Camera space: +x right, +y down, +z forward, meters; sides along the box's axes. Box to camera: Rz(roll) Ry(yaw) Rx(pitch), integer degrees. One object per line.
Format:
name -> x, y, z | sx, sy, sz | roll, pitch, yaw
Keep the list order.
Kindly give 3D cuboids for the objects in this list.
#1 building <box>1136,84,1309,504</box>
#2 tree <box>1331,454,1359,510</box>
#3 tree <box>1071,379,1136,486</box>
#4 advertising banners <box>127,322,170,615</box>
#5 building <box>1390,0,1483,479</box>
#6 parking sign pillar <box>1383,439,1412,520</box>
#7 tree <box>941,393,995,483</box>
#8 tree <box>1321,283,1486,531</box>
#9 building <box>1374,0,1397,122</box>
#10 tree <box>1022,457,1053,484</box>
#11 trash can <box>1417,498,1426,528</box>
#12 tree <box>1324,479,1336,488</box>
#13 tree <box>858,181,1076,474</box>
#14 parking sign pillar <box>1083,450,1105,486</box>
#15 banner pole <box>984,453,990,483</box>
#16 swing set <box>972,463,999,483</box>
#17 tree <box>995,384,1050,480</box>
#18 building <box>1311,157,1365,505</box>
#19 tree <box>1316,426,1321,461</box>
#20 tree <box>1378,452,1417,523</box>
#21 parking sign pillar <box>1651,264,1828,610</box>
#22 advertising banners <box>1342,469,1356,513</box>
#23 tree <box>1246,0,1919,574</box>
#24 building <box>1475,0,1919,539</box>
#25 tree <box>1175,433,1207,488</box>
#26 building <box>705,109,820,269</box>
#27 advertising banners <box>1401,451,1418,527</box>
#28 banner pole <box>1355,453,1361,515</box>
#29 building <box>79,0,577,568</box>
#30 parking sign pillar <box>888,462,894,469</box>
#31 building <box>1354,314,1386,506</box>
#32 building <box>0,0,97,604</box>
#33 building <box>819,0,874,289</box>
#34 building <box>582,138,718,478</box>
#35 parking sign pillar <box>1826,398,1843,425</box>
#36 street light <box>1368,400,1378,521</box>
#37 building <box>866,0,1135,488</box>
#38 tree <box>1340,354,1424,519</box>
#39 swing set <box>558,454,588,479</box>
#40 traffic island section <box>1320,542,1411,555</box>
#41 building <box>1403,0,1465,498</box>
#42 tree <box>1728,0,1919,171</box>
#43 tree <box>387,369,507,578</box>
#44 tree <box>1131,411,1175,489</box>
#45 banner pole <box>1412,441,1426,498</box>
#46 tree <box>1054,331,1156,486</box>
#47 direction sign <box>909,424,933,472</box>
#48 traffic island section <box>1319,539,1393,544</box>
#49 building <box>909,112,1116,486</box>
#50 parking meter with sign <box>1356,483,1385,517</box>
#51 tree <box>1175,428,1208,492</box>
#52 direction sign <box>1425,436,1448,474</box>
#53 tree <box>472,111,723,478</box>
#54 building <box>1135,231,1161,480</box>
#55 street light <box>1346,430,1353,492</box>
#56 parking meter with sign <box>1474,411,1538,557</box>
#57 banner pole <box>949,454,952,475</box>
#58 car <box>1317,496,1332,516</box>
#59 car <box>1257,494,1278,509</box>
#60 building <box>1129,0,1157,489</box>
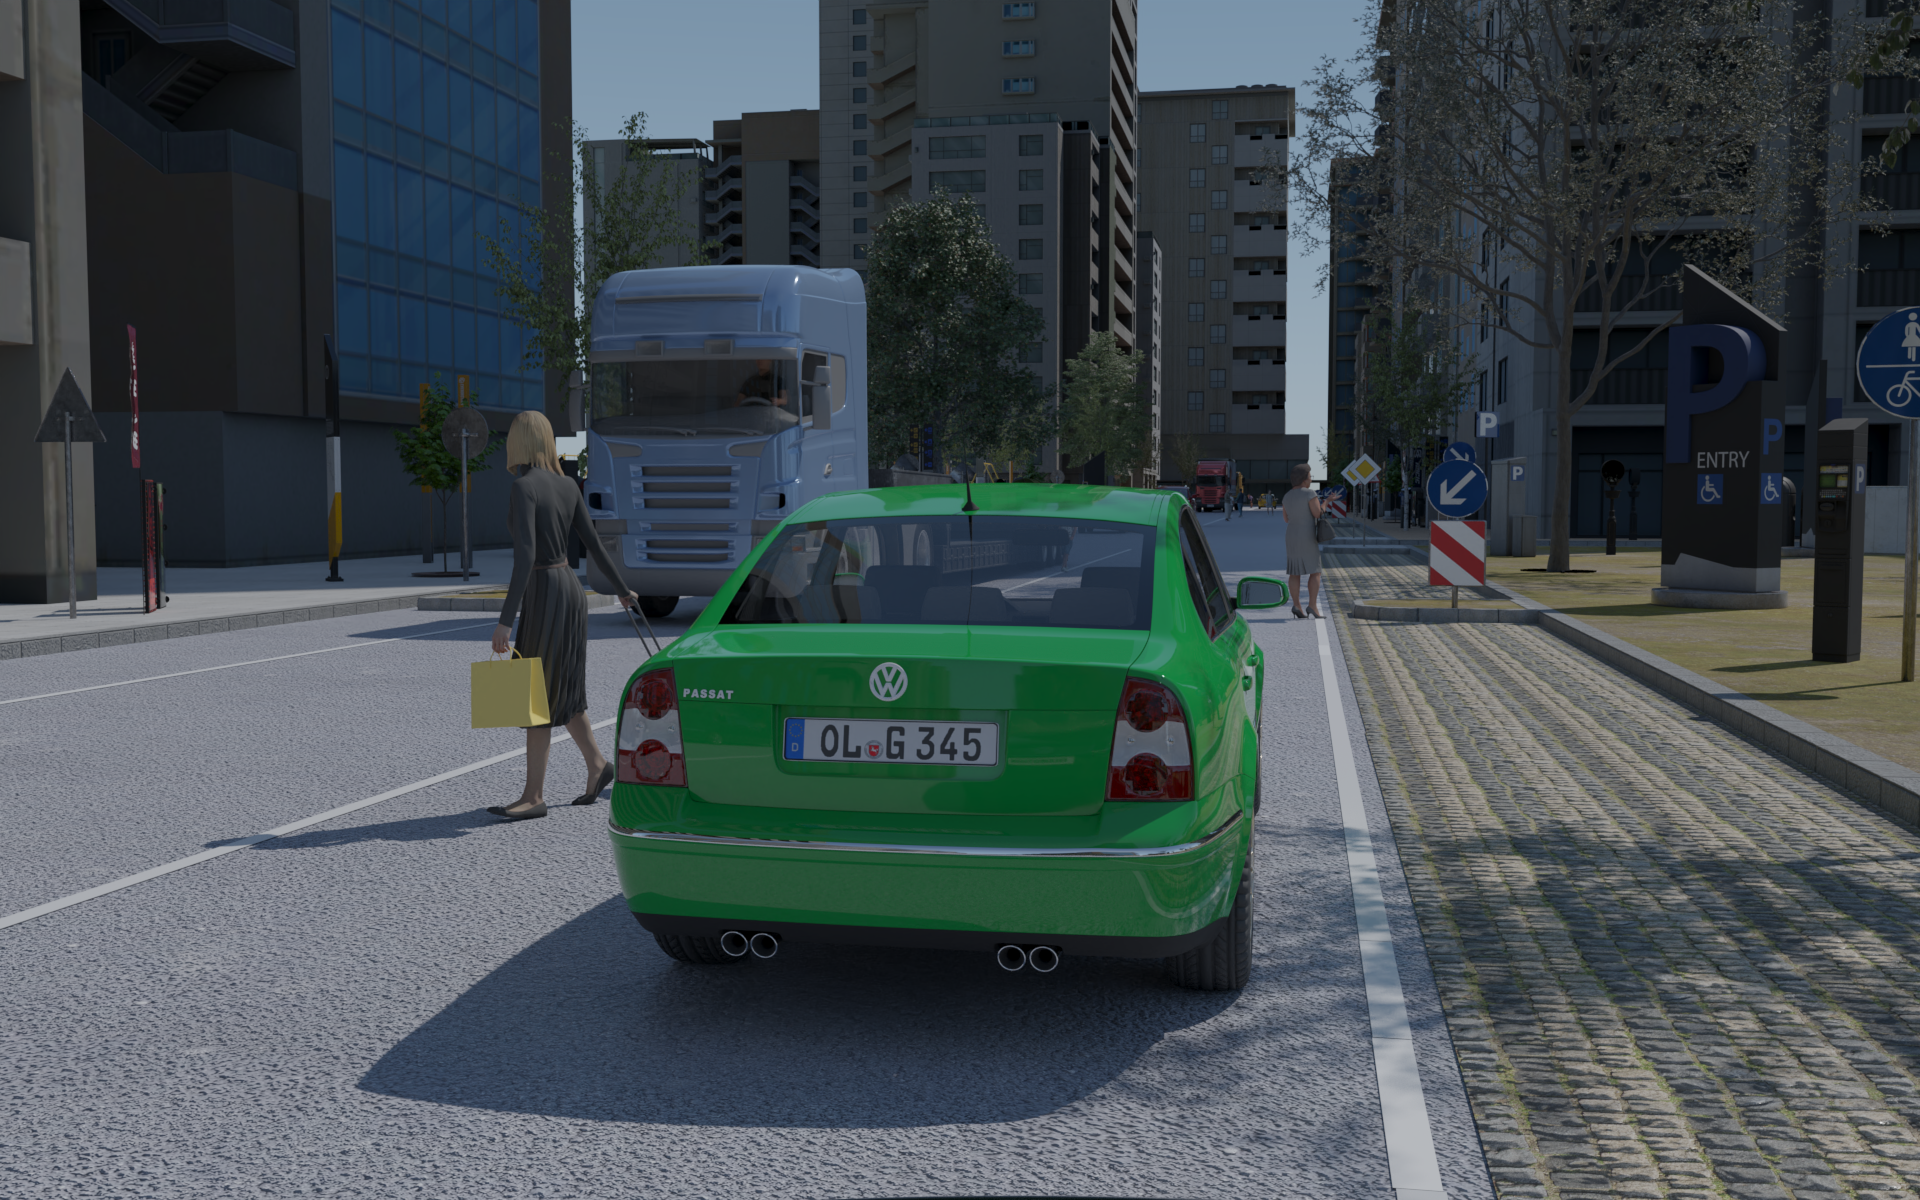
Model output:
building -> 31.476, -38.872, 224.800 | 27.495, 52.752, 28.713 | 1, 4, 11
tree -> 31.743, -9.572, 140.218 | 4.285, 4.588, 4.351 | 0, 3, 0
tree -> 9.221, -9.852, 111.435 | 4.737, 8.622, 4.395 | 0, 3, 0
advertising banners -> -8.785, -1.378, 18.724 | 0.090, 3.025, 2.074 | -1, 4, -17
building -> 39.779, -29.293, 129.053 | 14.600, 45.320, 14.200 | 1, 4, 11
parking sign pillar -> 21.495, -5.899, 84.924 | 1.447, 3.967, 1.447 | -2, 4, -27
tree -> -0.702, -9.140, 99.808 | 4.737, 8.622, 4.395 | 0, 3, 0
tree -> 15.717, -6.717, 60.185 | 4.737, 8.622, 4.395 | 0, 3, 0
building -> 47.091, -30.275, 149.624 | 22.147, 44.769, 28.867 | 1, 4, 11
tree -> 3.386, -5.410, 83.049 | 1.663, 3.219, 1.824 | 0, 3, 0
trash can -> 17.750, -3.320, 65.933 | 0.748, 1.137, 0.748 | 0, 3, 0
tree -> 39.168, -11.402, 181.016 | 1.663, 3.219, 1.824 | 0, 3, 0
tree -> -0.816, -8.994, 64.053 | 9.611, 12.733, 9.660 | 0, 3, 0
parking sign pillar -> 8.222, -7.219, 106.503 | 1.447, 3.967, 1.447 | 0, 4, -5
banner pole -> 1.558, -7.092, 105.966 | 0.863, 3.779, 0.401 | -2, 4, -30
swing set -> 1.354, -5.516, 87.808 | 2.862, 2.851, 3.119 | 0, 4, 8
tree -> 4.047, -10.000, 113.864 | 4.737, 8.622, 4.395 | 0, 3, 0
building -> 58.799, -34.346, 216.179 | 28.867, 44.769, 22.147 | 1, 4, 11
tree -> 37.612, -13.613, 172.941 | 4.737, 8.622, 4.395 | 0, 3, 0
tree -> 19.155, -5.012, 76.543 | 1.663, 3.219, 1.824 | 0, 3, 0
parking sign pillar -> 8.723, -1.916, 19.800 | 1.447, 3.967, 1.447 | -2, 4, -28
advertising banners -> 26.897, -7.563, 119.849 | 0.090, 3.025, 2.074 | 3, 4, 38
tree -> 9.987, -7.198, 28.055 | 12.009, 13.543, 11.850 | 0, 3, 0
building -> 28.614, -37.738, 55.265 | 20.611, 71.187, 20.563 | 1, 4, 11
tree -> 27.004, -15.444, 202.870 | 4.737, 8.622, 4.395 | 0, 3, 0
building -> -20.086, -33.575, 199.063 | 14.200, 45.320, 14.600 | 1, 4, 11
advertising banners -> 17.913, -4.458, 69.081 | 0.090, 3.025, 2.074 | 0, 4, -2
banner pole -> 24.532, -7.117, 106.383 | 0.401, 3.779, 0.863 | -1, 4, -16
building -> -17.874, -23.645, 36.708 | 14.200, 45.320, 14.600 | 1, 4, 11
parking sign pillar -> -4.181, -7.233, 106.726 | 1.447, 3.967, 1.447 | -1, 4, -17
building -> 55.184, -20.373, 178.132 | 27.650, 21.520, 28.899 | 1, 4, 11
building -> -22.904, -23.702, 11.233 | 21.300, 48.544, 21.600 | 1, 4, 11
building -> -2.858, -46.057, 191.279 | 20.611, 71.187, 20.563 | 1, 4, 11
building -> -34.584, -31.697, 201.841 | 14.086, 41.232, 14.154 | 1, 4, 11
parking sign pillar -> 17.600, -2.869, 35.387 | 1.447, 3.967, 1.447 | 1, 4, 16
street light -> 19.984, -6.787, 83.752 | 0.468, 5.910, 1.993 | 1, 4, 11
building -> 3.688, -32.361, 152.803 | 21.300, 48.544, 21.600 | 1, 4, 11
tree -> 22.148, -8.581, 90.656 | 4.360, 8.622, 3.978 | 0, 3, 0
swing set -> -15.283, -4.408, 69.692 | 2.862, 2.851, 3.119 | 1, 4, 16
traffic island section -> 9.898, -1.227, 42.340 | 2.009, 0.180, 2.903 | 1, 4, 11
building -> 39.111, -29.694, 105.102 | 23.786, 49.044, 30.456 | 1, 4, 11
tree -> 5.391, -3.499, 7.574 | 4.360, 8.622, 3.978 | 0, 3, 0
tree -> -8.169, -1.984, 27.044 | 1.663, 3.219, 1.824 | 0, 3, 0
tree -> 15.614, -12.060, 147.537 | 4.360, 8.622, 3.978 | 0, 3, 0
banner pole -> 21.711, -5.605, 81.666 | 0.863, 3.779, 0.401 | -1, 4, -14
tree -> 10.038, -12.425, 121.278 | 7.486, 12.596, 7.792 | 0, 3, 0
direction sign -> -1.253, -3.920, 56.086 | 0.876, 3.537, 0.379 | 2, 4, 30
traffic island section -> 11.425, -1.706, 50.178 | 2.009, 0.180, 2.903 | 1, 4, 11
building -> 4.398, -22.224, 135.062 | 14.160, 30.474, 14.107 | 1, 4, 11
parking meter with sign -> 22.943, -6.142, 96.685 | 1.738, 3.016, 0.543 | 3, 4, 39
tree -> 25.044, -14.797, 192.297 | 4.360, 8.622, 3.978 | 0, 3, 0
direction sign -> 18.717, -4.652, 68.054 | 0.876, 3.537, 0.379 | 0, 4, 1
tree -> -6.687, -5.038, 32.742 | 4.737, 8.622, 4.395 | 0, 3, 0
building -> 15.106, -25.751, 192.733 | 14.107, 30.474, 14.160 | 1, 4, 11
street light -> 27.648, -9.186, 122.984 | 0.468, 5.910, 1.993 | 1, 4, 11
parking meter with sign -> 11.335, -2.421, 35.844 | 0.543, 3.016, 1.738 | -1, 4, -15
banner pole -> -0.517, -6.429, 95.123 | 0.401, 3.779, 0.863 | 1, 4, 11
car -> 23.069, -6.026, 111.105 | 1.945, 1.354, 3.894 | 1, 4, 10
car -> 29.535, -9.551, 166.384 | 2.015, 1.641, 3.980 | 1, 4, 11
building -> 9.238, -44.938, 172.995 | 20.563, 71.187, 20.611 | 1, 4, 11
